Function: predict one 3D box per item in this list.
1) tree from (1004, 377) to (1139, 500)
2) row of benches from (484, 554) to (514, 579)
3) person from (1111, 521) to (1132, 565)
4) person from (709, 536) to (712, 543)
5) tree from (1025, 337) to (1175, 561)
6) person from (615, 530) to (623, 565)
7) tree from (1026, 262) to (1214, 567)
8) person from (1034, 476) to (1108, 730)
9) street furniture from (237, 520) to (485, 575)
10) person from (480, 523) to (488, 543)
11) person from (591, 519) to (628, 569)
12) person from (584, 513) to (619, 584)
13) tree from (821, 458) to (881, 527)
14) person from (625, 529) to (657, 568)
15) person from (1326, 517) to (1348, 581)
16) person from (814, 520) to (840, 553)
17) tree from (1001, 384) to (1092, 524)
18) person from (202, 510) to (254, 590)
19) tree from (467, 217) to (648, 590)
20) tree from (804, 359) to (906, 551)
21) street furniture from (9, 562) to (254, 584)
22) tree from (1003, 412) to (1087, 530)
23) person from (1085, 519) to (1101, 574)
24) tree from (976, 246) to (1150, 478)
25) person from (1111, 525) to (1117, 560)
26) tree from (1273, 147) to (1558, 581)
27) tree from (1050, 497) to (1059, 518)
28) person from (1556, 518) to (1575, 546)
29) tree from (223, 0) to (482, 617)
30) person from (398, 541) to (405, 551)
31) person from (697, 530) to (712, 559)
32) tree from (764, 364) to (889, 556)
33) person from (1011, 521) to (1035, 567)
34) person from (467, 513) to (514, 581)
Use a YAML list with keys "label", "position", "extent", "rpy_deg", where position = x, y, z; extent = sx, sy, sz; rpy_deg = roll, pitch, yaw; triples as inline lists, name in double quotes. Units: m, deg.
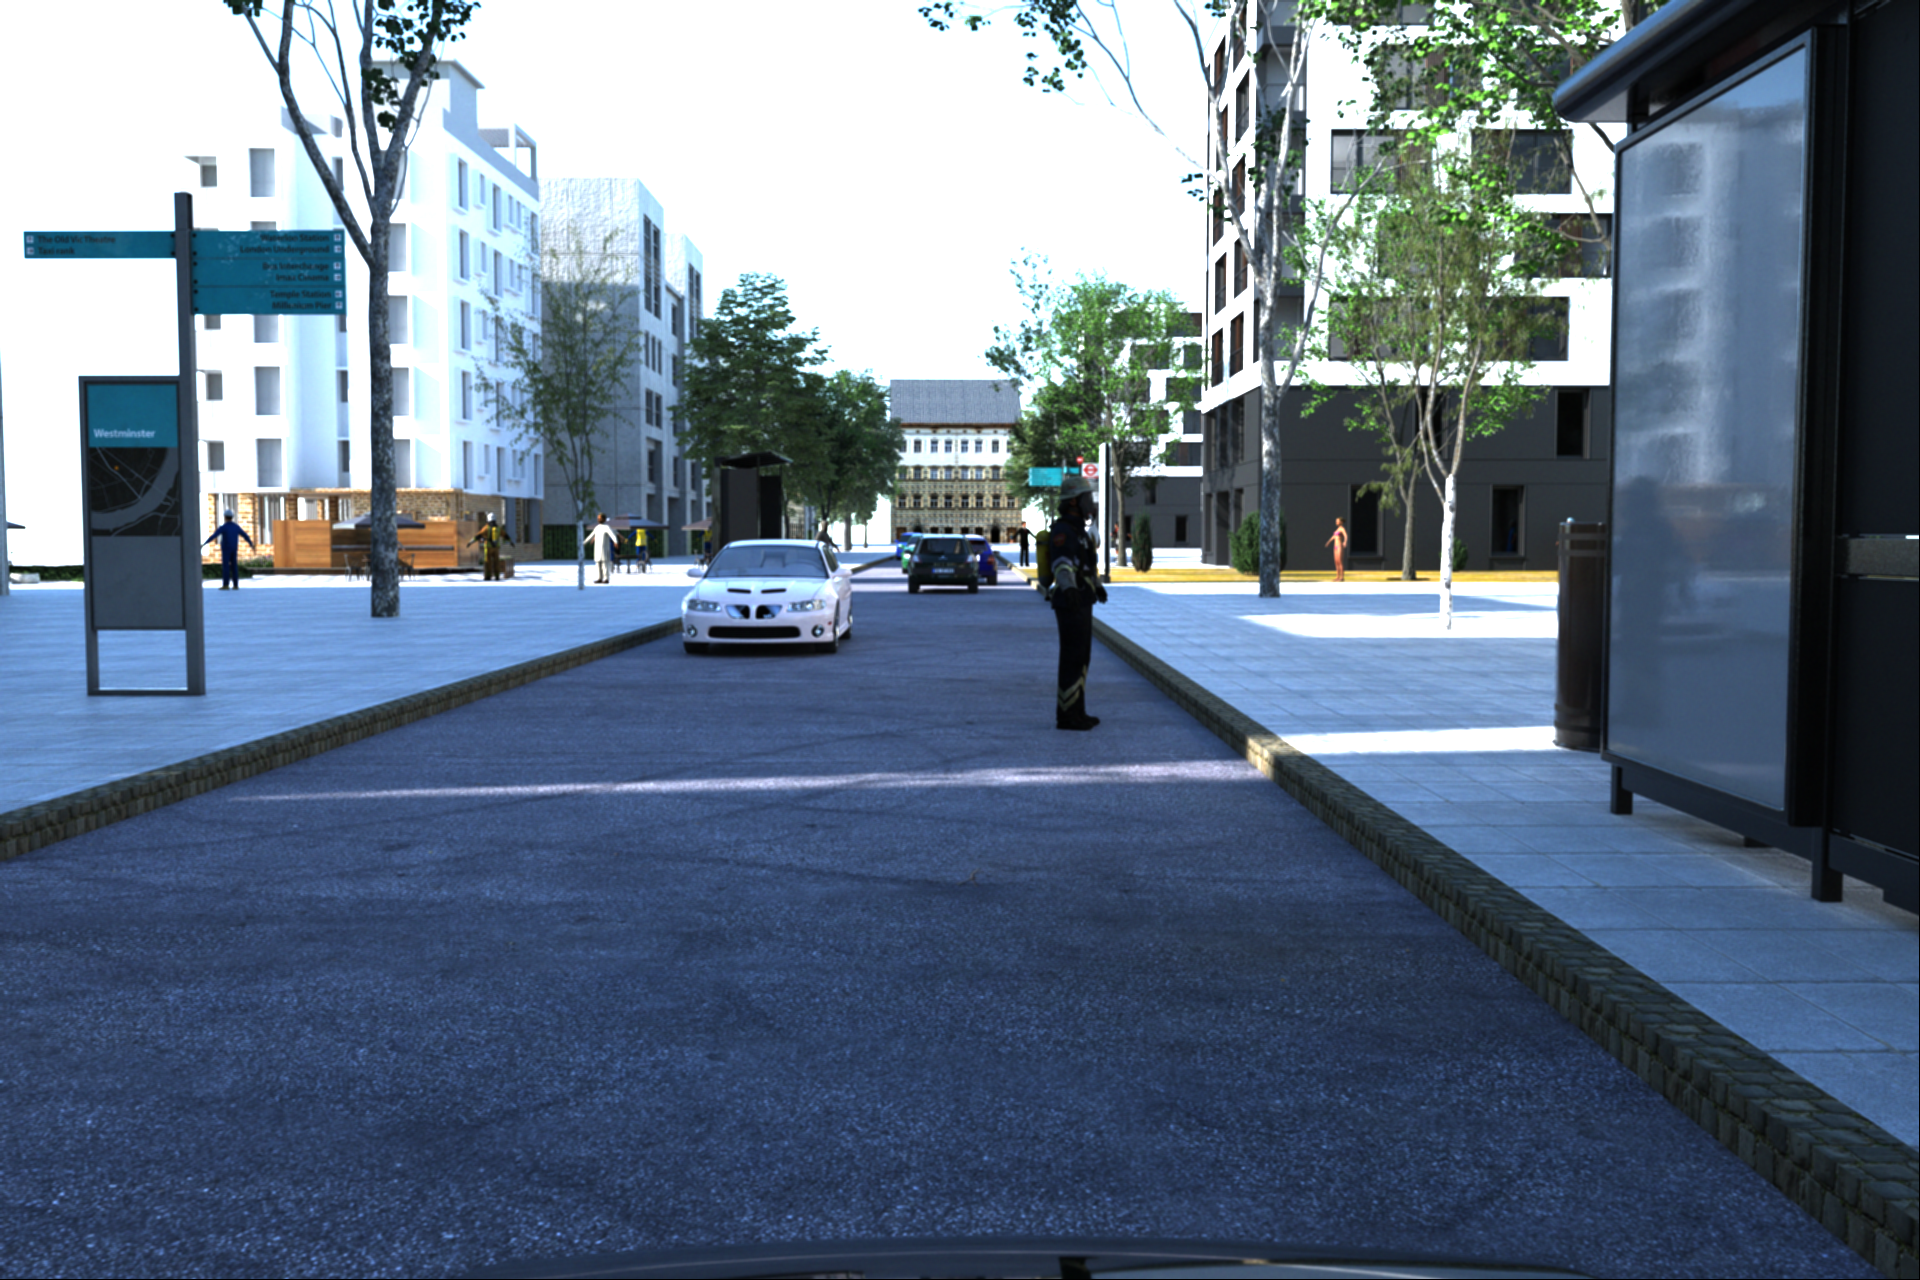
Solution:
- label: "tree"
  position: [6.828, -10.066, 98.986]
  extent: [7.601, 10.594, 8.767]
  rpy_deg: [3, 4, 37]
- label: "row of benches"
  position: [-13.517, -2.162, 50.814]
  extent: [1.422, 0.672, 4.104]
  rpy_deg: [-1, 4, -11]
- label: "person"
  position: [6.697, -4.055, 72.439]
  extent: [1.345, 1.843, 0.704]
  rpy_deg: [0, 4, 7]
- label: "person"
  position: [-10.005, -4.074, 72.883]
  extent: [1.348, 1.796, 0.705]
  rpy_deg: [2, 4, 24]
- label: "tree"
  position: [6.533, -8.999, 81.540]
  extent: [7.601, 10.594, 8.767]
  rpy_deg: [0, 4, 2]
- label: "person"
  position: [-14.284, -4.068, 72.447]
  extent: [0.705, 1.837, 1.347]
  rpy_deg: [-1, 4, -18]
- label: "tree"
  position: [6.175, -8.655, 67.265]
  extent: [9.928, 11.665, 9.643]
  rpy_deg: [0, 3, 0]
- label: "person"
  position: [0.873, -0.278, 12.784]
  extent: [0.705, 1.856, 1.354]
  rpy_deg: [1, 4, 13]
- label: "street furniture"
  position: [-19.837, -3.138, 58.154]
  extent: [11.010, 1.723, 9.812]
  rpy_deg: [0, 4, 6]
- label: "person"
  position: [-18.729, -3.785, 68.614]
  extent: [0.721, 1.740, 1.216]
  rpy_deg: [-2, 4, -35]
- label: "person"
  position: [-12.834, -3.518, 63.368]
  extent: [1.347, 1.847, 0.705]
  rpy_deg: [0, 4, -5]
- label: "person"
  position: [-9.223, -2.354, 44.579]
  extent: [1.344, 1.819, 0.704]
  rpy_deg: [2, 4, 35]
- label: "tree"
  position: [-15.625, -20.426, 240.613]
  extent: [9.857, 13.997, 8.962]
  rpy_deg: [0, 3, 0]
- label: "person"
  position: [-12.061, -3.612, 65.522]
  extent: [1.216, 1.772, 0.721]
  rpy_deg: [-1, 4, -13]
- label: "person"
  position: [10.251, -2.465, 47.111]
  extent: [0.721, 1.733, 1.217]
  rpy_deg: [-1, 4, -12]
- label: "person"
  position: [-3.771, -2.437, 48.430]
  extent: [0.705, 1.813, 1.348]
  rpy_deg: [2, 4, 26]
- label: "tree"
  position: [6.728, -13.035, 131.247]
  extent: [7.486, 12.596, 7.792]
  rpy_deg: [0, 3, 0]
- label: "person"
  position: [-16.898, -2.088, 40.023]
  extent: [0.705, 1.842, 1.347]
  rpy_deg: [3, 4, 36]
- label: "tree"
  position: [-8.574, -5.480, 39.967]
  extent: [4.360, 8.622, 3.978]
  rpy_deg: [0, 3, 0]
- label: "tree"
  position: [-8.493, -13.538, 128.000]
  extent: [9.857, 13.997, 8.962]
  rpy_deg: [0, 3, 0]
- label: "street furniture"
  position: [-24.278, -1.889, 46.512]
  extent: [10.072, 0.657, 5.734]
  rpy_deg: [-2, 4, -27]
- label: "tree"
  position: [7.263, -13.322, 143.578]
  extent: [9.928, 11.665, 9.643]
  rpy_deg: [0, 3, 0]
- label: "person"
  position: [2.925, -2.034, 40.026]
  extent: [0.721, 1.736, 1.217]
  rpy_deg: [2, 4, 34]
- label: "tree"
  position: [5.557, -15.939, 116.495]
  extent: [12.611, 20.169, 13.585]
  rpy_deg: [0, 3, 0]
- label: "person"
  position: [7.721, -4.831, 85.127]
  extent: [0.704, 1.812, 1.346]
  rpy_deg: [1, 4, 21]
- label: "tree"
  position: [12.462, -7.474, 47.949]
  extent: [9.928, 11.665, 9.643]
  rpy_deg: [0, 3, 0]
- label: "tree"
  position: [16.067, -19.678, 239.863]
  extent: [7.486, 12.596, 7.792]
  rpy_deg: [0, 3, 0]
- label: "person"
  position: [20.176, -3.132, 57.336]
  extent: [0.704, 1.817, 1.347]
  rpy_deg: [-1, 4, -10]
- label: "tree"
  position: [-10.406, -10.420, 26.259]
  extent: [12.611, 20.169, 13.585]
  rpy_deg: [0, 3, 0]
- label: "person"
  position: [-16.430, -2.481, 49.831]
  extent: [0.991, 1.433, 0.599]
  rpy_deg: [-3, 5, -39]
- label: "person"
  position: [-12.114, -4.727, 83.261]
  extent: [1.349, 1.833, 0.705]
  rpy_deg: [-3, 5, -42]
- label: "tree"
  position: [-8.010, -10.854, 103.224]
  extent: [9.928, 11.665, 9.643]
  rpy_deg: [0, 3, 0]
- label: "person"
  position: [2.538, -3.762, 67.699]
  extent: [1.347, 1.806, 0.705]
  rpy_deg: [-2, 4, -28]
- label: "person"
  position: [-12.866, -2.558, 47.589]
  extent: [1.354, 1.858, 0.705]
  rpy_deg: [-3, 4, -36]
